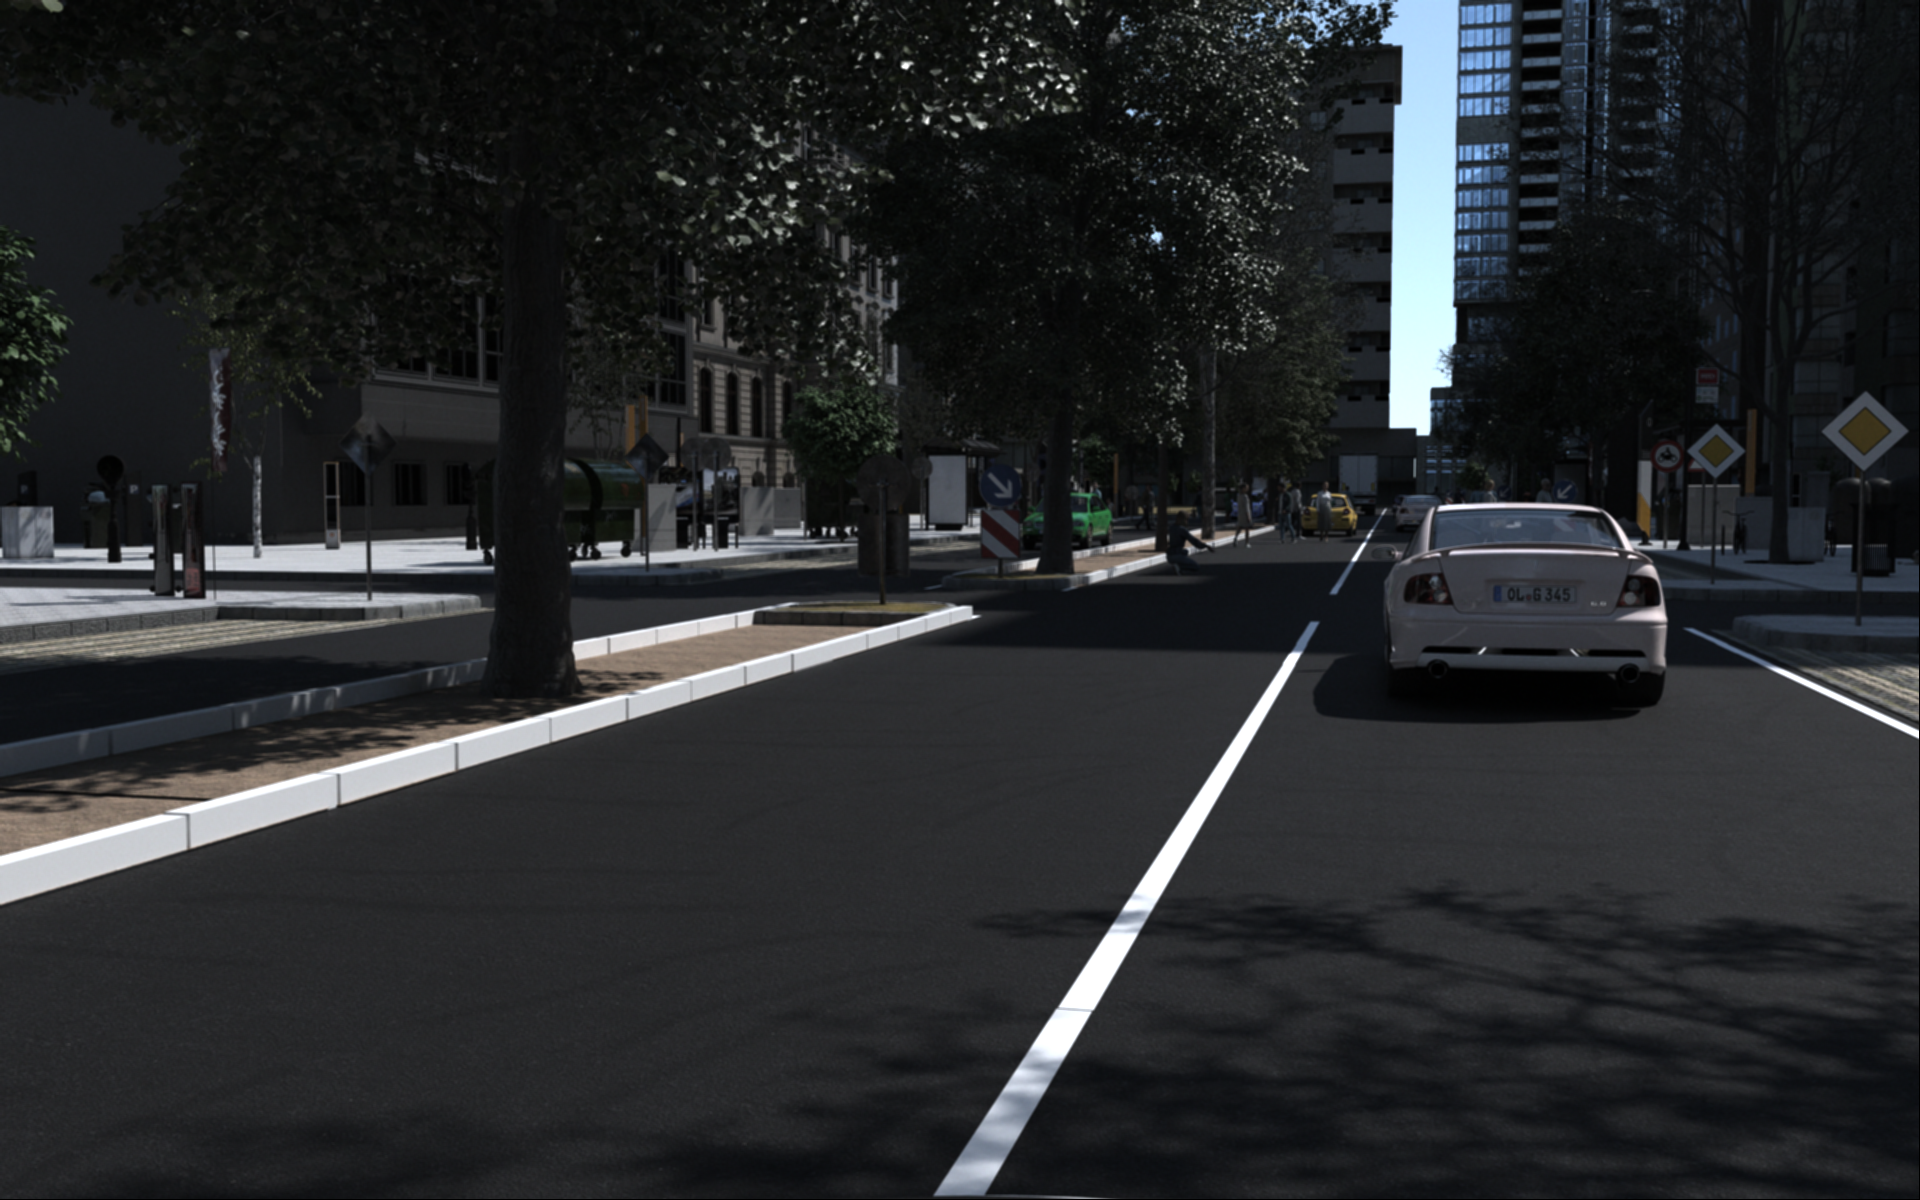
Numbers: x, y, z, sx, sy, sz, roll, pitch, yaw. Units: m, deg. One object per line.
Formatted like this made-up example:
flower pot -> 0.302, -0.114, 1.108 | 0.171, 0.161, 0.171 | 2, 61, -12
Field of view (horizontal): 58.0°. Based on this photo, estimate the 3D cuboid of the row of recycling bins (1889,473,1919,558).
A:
row of recycling bins -> 20.273, -1.730, 35.403 | 3.534, 1.692, 1.069 | -2, 4, -27

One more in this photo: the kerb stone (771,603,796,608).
kerb stone -> -2.063, 0.139, 19.928 | 0.120, 0.150, 1.000 | 1, 4, 14

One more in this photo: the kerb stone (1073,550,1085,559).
kerb stone -> 2.561, -0.987, 38.332 | 0.120, 0.150, 1.000 | 1, 4, 14

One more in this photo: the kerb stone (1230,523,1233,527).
kerb stone -> 11.308, -3.115, 73.122 | 0.120, 0.150, 1.000 | 1, 4, 14

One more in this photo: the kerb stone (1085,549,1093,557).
kerb stone -> 2.817, -1.048, 39.327 | 0.120, 0.150, 1.000 | 1, 4, 14

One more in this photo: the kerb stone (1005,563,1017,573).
kerb stone -> 0.815, -0.556, 31.368 | 0.120, 0.150, 1.000 | 1, 4, 14

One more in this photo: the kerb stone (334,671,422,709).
kerb stone -> -4.060, 0.632, 11.956 | 0.120, 0.150, 1.000 | 1, 4, 14

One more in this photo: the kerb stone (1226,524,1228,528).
kerb stone -> 10.812, -2.992, 71.134 | 0.120, 0.150, 1.000 | 1, 4, 14

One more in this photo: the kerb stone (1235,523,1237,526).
kerb stone -> 11.804, -3.235, 75.106 | 0.120, 0.150, 1.000 | 1, 4, 14

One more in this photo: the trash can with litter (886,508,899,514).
trash can with litter -> -2.437, -2.630, 54.384 | 1.055, 1.170, 0.624 | 1, 4, 15

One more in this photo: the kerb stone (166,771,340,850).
kerb stone -> -3.030, 0.901, 7.457 | 0.120, 0.150, 1.000 | 1, 4, 14

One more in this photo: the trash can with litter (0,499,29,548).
trash can with litter -> -22.754, -1.839, 41.453 | 1.055, 1.170, 0.624 | 2, 4, 34

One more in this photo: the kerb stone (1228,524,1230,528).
kerb stone -> 11.050, -3.054, 72.128 | 0.120, 0.150, 1.000 | 1, 4, 14

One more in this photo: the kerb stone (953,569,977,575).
kerb stone -> 0.060, -0.378, 28.379 | 0.120, 0.150, 1.000 | 1, 4, 14

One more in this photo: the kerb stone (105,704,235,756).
kerb stone -> -4.562, 0.750, 9.955 | 0.120, 0.150, 1.000 | 1, 4, 14

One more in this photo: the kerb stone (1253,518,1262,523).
kerb stone -> 15.305, -4.088, 89.033 | 0.120, 0.150, 1.000 | 1, 4, 14

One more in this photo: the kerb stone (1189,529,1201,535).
kerb stone -> 8.311, -2.386, 61.205 | 0.120, 0.150, 1.000 | 1, 4, 14

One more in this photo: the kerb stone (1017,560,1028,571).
kerb stone -> 1.070, -0.617, 32.367 | 0.120, 0.150, 1.000 | 1, 4, 14

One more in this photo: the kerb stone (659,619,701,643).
kerb stone -> -2.811, 0.321, 16.944 | 0.120, 0.150, 1.000 | 1, 4, 14

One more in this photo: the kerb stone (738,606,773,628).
kerb stone -> -2.306, 0.202, 18.926 | 0.120, 0.150, 1.000 | 1, 4, 14

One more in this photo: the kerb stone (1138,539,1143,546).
kerb stone -> 4.807, -1.535, 47.294 | 0.120, 0.150, 1.000 | 1, 4, 14

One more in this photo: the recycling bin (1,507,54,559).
recycling bin -> -18.632, -1.349, 34.609 | 0.722, 1.027, 0.722 | 3, 4, 38

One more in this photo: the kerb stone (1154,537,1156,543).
kerb stone -> 5.565, -1.716, 50.266 | 0.120, 0.150, 1.000 | 1, 4, 14

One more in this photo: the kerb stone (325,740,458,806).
kerb stone -> -2.780, 0.841, 8.448 | 0.120, 0.150, 1.000 | 1, 4, 14

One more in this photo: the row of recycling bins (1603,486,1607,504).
row of recycling bins -> 33.515, -5.036, 89.447 | 1.069, 1.692, 3.534 | -2, 4, -32

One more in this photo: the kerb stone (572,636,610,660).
kerb stone -> -3.316, 0.443, 14.948 | 0.120, 0.150, 1.000 | 1, 4, 14

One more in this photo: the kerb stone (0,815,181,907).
kerb stone -> -3.276, 0.967, 6.463 | 0.120, 0.150, 1.000 | 1, 4, 14

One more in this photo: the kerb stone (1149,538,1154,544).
kerb stone -> 5.309, -1.656, 49.276 | 0.120, 0.150, 1.000 | 1, 4, 14

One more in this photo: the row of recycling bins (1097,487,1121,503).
row of recycling bins -> 8.636, -5.763, 101.343 | 1.069, 1.692, 3.534 | 1, 4, 21

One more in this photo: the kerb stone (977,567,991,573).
kerb stone -> 0.309, -0.439, 29.372 | 0.120, 0.150, 1.000 | 1, 4, 14

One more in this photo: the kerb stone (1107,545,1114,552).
kerb stone -> 3.557, -1.221, 42.314 | 0.120, 0.150, 1.000 | 1, 4, 14

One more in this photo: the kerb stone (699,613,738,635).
kerb stone -> -2.566, 0.262, 17.938 | 0.120, 0.150, 1.000 | 1, 4, 14

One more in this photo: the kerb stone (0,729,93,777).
kerb stone -> -4.818, 0.809, 8.961 | 0.120, 0.150, 1.000 | 1, 4, 14

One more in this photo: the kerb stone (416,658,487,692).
kerb stone -> -3.812, 0.567, 12.952 | 0.120, 0.150, 1.000 | 1, 4, 14

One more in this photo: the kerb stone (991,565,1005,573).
kerb stone -> 0.568, -0.498, 30.375 | 0.120, 0.150, 1.000 | 1, 4, 14

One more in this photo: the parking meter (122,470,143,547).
parking meter -> -20.078, -2.220, 42.011 | 0.399, 1.863, 0.255 | -3, 5, -40

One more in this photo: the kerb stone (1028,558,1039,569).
kerb stone -> 1.321, -0.681, 33.357 | 0.120, 0.150, 1.000 | 1, 4, 14

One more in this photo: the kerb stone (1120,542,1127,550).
kerb stone -> 4.070, -1.352, 44.307 | 0.120, 0.150, 1.000 | 1, 4, 14

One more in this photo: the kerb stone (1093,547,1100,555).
kerb stone -> 3.063, -1.109, 40.323 | 0.120, 0.150, 1.000 | 1, 4, 14

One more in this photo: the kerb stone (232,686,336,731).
kerb stone -> -4.313, 0.688, 10.950 | 0.120, 0.150, 1.000 | 1, 4, 14

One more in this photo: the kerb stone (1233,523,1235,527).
kerb stone -> 11.552, -3.176, 74.115 | 0.120, 0.150, 1.000 | 1, 4, 14

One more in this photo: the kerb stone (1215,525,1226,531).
kerb stone -> 10.553, -2.931, 70.145 | 0.120, 0.150, 1.000 | 1, 4, 14

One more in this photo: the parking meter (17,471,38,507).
parking meter -> -23.371, -2.307, 43.427 | 0.399, 1.863, 0.255 | 1, 4, 11

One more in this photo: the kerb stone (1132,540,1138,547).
kerb stone -> 4.562, -1.474, 46.295 | 0.120, 0.150, 1.000 | 1, 4, 14

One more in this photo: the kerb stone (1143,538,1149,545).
kerb stone -> 5.065, -1.596, 48.283 | 0.120, 0.150, 1.000 | 1, 4, 14

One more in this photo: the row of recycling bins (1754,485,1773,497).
row of recycling bins -> 36.033, -4.293, 77.311 | 1.069, 1.692, 3.534 | 2, 4, 31

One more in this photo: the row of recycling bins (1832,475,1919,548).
row of recycling bins -> 23.899, -2.296, 44.654 | 3.534, 1.692, 1.069 | -2, 4, -28

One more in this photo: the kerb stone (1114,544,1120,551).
kerb stone -> 3.813, -1.291, 43.308 | 0.120, 0.150, 1.000 | 1, 4, 14

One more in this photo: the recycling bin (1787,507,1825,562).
recycling bin -> 16.129, -1.258, 33.124 | 0.722, 1.027, 0.722 | 2, 4, 26

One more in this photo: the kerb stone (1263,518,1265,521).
kerb stone -> 15.801, -4.210, 91.030 | 0.120, 0.150, 1.000 | 1, 4, 14

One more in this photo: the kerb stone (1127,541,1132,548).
kerb stone -> 4.310, -1.413, 45.301 | 0.120, 0.150, 1.000 | 1, 4, 14

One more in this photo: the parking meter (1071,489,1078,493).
parking meter -> 5.518, -4.575, 83.212 | 0.372, 1.533, 0.369 | 0, 3, 0

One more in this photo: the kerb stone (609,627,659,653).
kerb stone -> -3.058, 0.382, 15.946 | 0.120, 0.150, 1.000 | 1, 4, 14

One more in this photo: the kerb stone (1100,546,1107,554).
kerb stone -> 3.314, -1.170, 41.321 | 0.120, 0.150, 1.000 | 1, 4, 14
